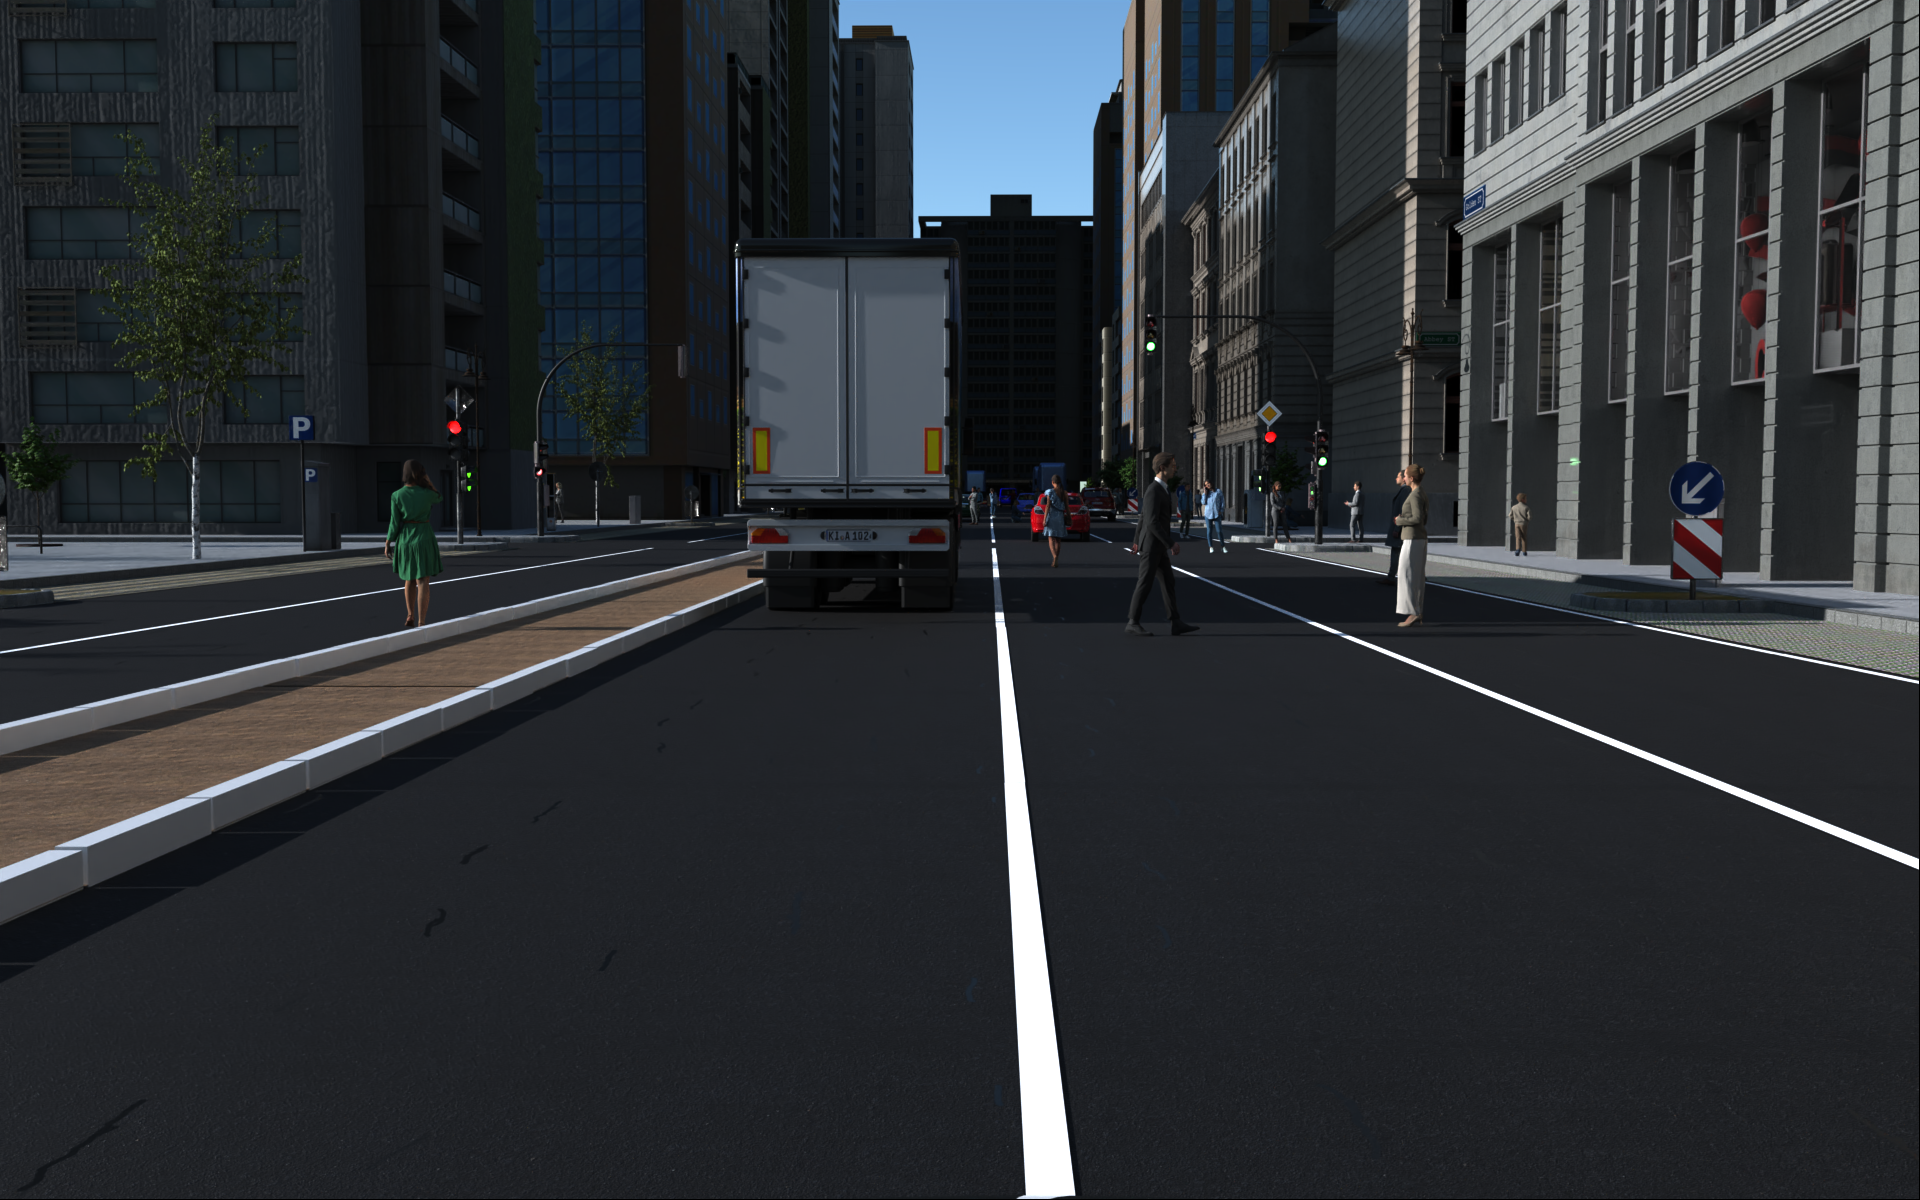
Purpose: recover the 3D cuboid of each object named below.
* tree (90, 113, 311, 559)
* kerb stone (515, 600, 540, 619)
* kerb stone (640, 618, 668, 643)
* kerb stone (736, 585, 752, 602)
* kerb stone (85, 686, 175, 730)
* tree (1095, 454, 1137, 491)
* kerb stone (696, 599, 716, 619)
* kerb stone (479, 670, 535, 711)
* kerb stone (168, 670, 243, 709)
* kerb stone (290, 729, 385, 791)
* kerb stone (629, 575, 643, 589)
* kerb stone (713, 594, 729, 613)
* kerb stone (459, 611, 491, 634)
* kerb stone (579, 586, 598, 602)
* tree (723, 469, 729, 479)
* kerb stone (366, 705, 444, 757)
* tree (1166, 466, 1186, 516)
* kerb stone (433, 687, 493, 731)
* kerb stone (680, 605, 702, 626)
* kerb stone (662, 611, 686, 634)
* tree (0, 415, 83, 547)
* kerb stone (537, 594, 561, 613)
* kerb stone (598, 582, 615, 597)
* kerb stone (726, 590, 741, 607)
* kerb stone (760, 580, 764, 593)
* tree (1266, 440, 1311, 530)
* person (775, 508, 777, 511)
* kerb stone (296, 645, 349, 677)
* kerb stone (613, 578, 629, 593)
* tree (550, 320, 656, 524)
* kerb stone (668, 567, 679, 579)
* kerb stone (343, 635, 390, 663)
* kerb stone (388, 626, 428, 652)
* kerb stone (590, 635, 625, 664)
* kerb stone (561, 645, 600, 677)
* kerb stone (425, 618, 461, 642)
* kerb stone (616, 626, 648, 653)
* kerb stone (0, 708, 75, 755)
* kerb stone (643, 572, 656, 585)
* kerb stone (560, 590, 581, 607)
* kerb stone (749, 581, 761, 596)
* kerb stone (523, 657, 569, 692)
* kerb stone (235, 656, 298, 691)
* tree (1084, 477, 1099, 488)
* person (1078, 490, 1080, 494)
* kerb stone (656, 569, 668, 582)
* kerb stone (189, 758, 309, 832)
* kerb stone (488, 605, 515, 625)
[{"bbox_3d":[-15.097,-5.130,34.231,4.737,8.622,4.395,0,3,0],"label":"tree"},{"bbox_3d":[-5.110,0.133,20.138,0.120,0.150,1.000,0,4,1],"label":"kerb stone"},{"bbox_3d":[-3.060,0.314,17.068,0.120,0.150,1.000,0,4,1],"label":"kerb stone"},{"bbox_3d":[-2.947,-0.061,23.201,0.120,0.150,1.000,0,4,1],"label":"kerb stone"},{"bbox_3d":[-5.267,0.689,10.923,0.120,0.150,1.000,0,4,1],"label":"kerb stone"},{"bbox_3d":[12.774,-9.711,142.485,4.285,4.588,4.351,0,3,0],"label":"tree"},{"bbox_3d":[-3.008,0.128,20.134,0.120,0.150,1.000,0,4,1],"label":"kerb stone"},{"bbox_3d":[-3.140,0.626,11.954,0.120,0.150,1.000,0,4,1],"label":"kerb stone"},{"bbox_3d":[-5.241,0.627,11.948,0.120,0.150,1.000,0,4,1],"label":"kerb stone"},{"bbox_3d":[-3.194,0.816,8.862,0.120,0.150,1.000,0,4,1],"label":"kerb stone"},{"bbox_3d":[-5.001,-0.250,26.277,0.120,0.150,1.000,0,4,1],"label":"kerb stone"},{"bbox_3d":[-2.990,0.067,21.156,0.120,0.150,1.000,0,4,1],"label":"kerb stone"},{"bbox_3d":[-5.134,0.251,18.089,0.120,0.150,1.000,0,4,1],"label":"kerb stone"},{"bbox_3d":[-5.057,-0.062,23.203,0.120,0.150,1.000,0,4,1],"label":"kerb stone"},{"bbox_3d":[-15.148,-7.174,101.006,4.285,4.588,4.351,0,3,0],"label":"tree"},{"bbox_3d":[-3.182,0.752,9.900,0.120,0.150,1.000,0,4,1],"label":"kerb stone"},{"bbox_3d":[12.094,-6.412,99.434,1.663,3.219,1.824,0,3,0],"label":"tree"},{"bbox_3d":[-3.163,0.696,10.924,0.120,0.150,1.000,0,4,1],"label":"kerb stone"},{"bbox_3d":[-3.020,0.189,19.112,0.120,0.150,1.000,0,4,1],"label":"kerb stone"},{"bbox_3d":[-3.039,0.251,18.090,0.120,0.150,1.000,0,4,1],"label":"kerb stone"},{"bbox_3d":[-22.771,-2.931,42.527,1.663,3.219,1.824,0,3,0],"label":"tree"},{"bbox_3d":[-5.087,0.063,21.160,0.120,0.150,1.000,0,4,1],"label":"kerb stone"},{"bbox_3d":[-5.038,-0.119,24.228,0.120,0.150,1.000,0,4,1],"label":"kerb stone"},{"bbox_3d":[-2.968,0.003,22.179,0.120,0.150,1.000,0,4,1],"label":"kerb stone"},{"bbox_3d":[-2.923,-0.185,25.246,0.120,0.150,1.000,0,4,1],"label":"kerb stone"},{"bbox_3d":[11.694,-4.102,61.674,1.663,3.219,1.824,0,3,0],"label":"tree"},{"bbox_3d":[-13.840,-7.528,129.218,0.705,1.812,1.348,3,4,36],"label":"person"},{"bbox_3d":[-5.203,0.501,13.997,0.120,0.150,1.000,0,4,1],"label":"kerb stone"},{"bbox_3d":[-5.028,-0.187,25.254,0.120,0.150,1.000,0,4,1],"label":"kerb stone"},{"bbox_3d":[-15.341,-7.578,74.257,4.737,8.622,4.395,0,3,0],"label":"tree"},{"bbox_3d":[-4.952,-0.430,29.343,0.120,0.150,1.000,0,4,1],"label":"kerb stone"},{"bbox_3d":[-5.197,0.439,15.019,0.120,0.150,1.000,0,4,1],"label":"kerb stone"},{"bbox_3d":[-5.179,0.381,16.041,0.120,0.150,1.000,0,4,1],"label":"kerb stone"},{"bbox_3d":[-3.093,0.439,15.024,0.120,0.150,1.000,0,4,1],"label":"kerb stone"},{"bbox_3d":[-3.103,0.507,14.002,0.120,0.150,1.000,0,4,1],"label":"kerb stone"},{"bbox_3d":[-5.155,0.314,17.067,0.120,0.150,1.000,0,4,1],"label":"kerb stone"},{"bbox_3d":[-3.074,0.376,16.046,0.120,0.150,1.000,0,4,1],"label":"kerb stone"},{"bbox_3d":[-5.277,0.752,9.894,0.120,0.150,1.000,0,4,1],"label":"kerb stone"},{"bbox_3d":[-4.989,-0.312,27.299,0.120,0.150,1.000,0,4,1],"label":"kerb stone"},{"bbox_3d":[-5.071,0.001,22.181,0.120,0.150,1.000,0,4,1],"label":"kerb stone"},{"bbox_3d":[-2.939,-0.124,24.224,0.120,0.150,1.000,0,4,1],"label":"kerb stone"},{"bbox_3d":[-3.131,0.566,12.976,0.120,0.150,1.000,0,4,1],"label":"kerb stone"},{"bbox_3d":[-5.238,0.564,12.972,0.120,0.150,1.000,0,4,1],"label":"kerb stone"},{"bbox_3d":[13.748,-11.379,180.643,1.663,3.219,1.824,0,3,0],"label":"tree"},{"bbox_3d":[13.931,-12.011,203.083,0.621,1.740,0.551,0,4,6],"label":"person"},{"bbox_3d":[-4.968,-0.374,28.320,0.120,0.150,1.000,0,4,1],"label":"kerb stone"},{"bbox_3d":[-3.215,0.880,7.834,0.120,0.150,1.000,0,4,1],"label":"kerb stone"},{"bbox_3d":[-5.134,0.188,19.116,0.120,0.150,1.000,0,4,1],"label":"kerb stone"}]
